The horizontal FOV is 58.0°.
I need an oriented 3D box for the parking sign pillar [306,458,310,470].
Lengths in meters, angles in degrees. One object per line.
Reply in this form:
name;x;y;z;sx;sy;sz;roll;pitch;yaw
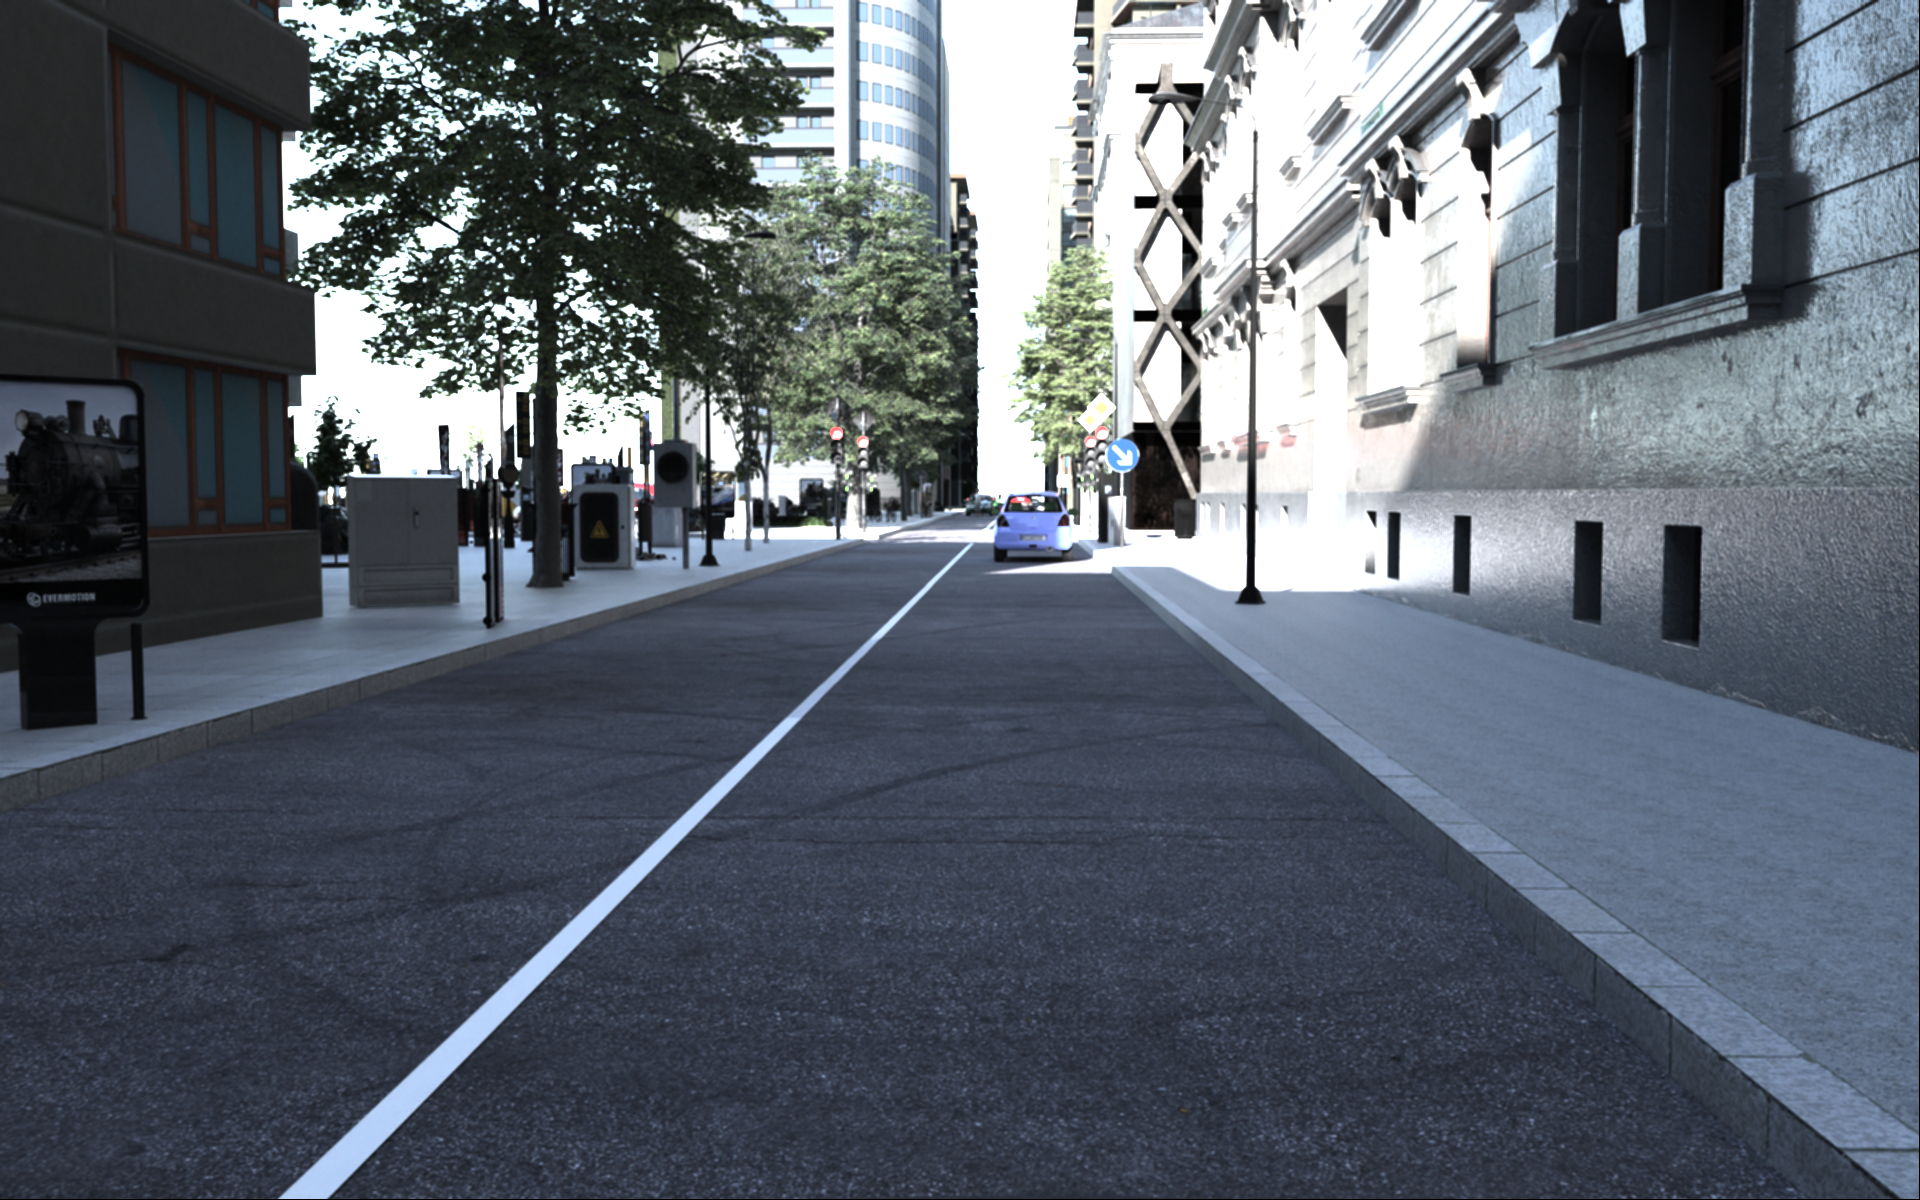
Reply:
parking sign pillar;-43.800;-7.865;117.062;1.447;3.967;1.447;0;4;-8

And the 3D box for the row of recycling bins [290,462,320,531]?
row of recycling bins;-9.913;-0.908;21.957;3.534;1.692;1.069;0;4;-3

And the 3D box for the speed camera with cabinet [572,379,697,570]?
speed camera with cabinet;-5.553;-2.154;29.560;2.038;3.252;0.660;0;4;-1

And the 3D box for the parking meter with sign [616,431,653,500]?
parking meter with sign;-9.408;-3.163;47.971;1.738;3.016;0.543;1;4;11

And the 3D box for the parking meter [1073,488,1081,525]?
parking meter;4.824;-3.829;71.016;0.372;1.533;0.369;0;3;0

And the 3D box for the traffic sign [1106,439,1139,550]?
traffic sign;3.747;-2.440;40.001;0.768;2.556;0.104;1;4;8

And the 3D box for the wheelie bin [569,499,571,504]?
wheelie bin;-9.035;-2.090;42.081;0.980;1.594;0.693;0;4;-1

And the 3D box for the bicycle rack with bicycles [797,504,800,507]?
bicycle rack with bicycles;-9.255;-6.150;113.936;2.852;0.926;2.925;3;5;42

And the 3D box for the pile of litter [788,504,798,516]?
pile of litter;-7.667;-3.854;76.972;1.176;0.858;1.719;1;4;10

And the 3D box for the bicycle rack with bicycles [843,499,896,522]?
bicycle rack with bicycles;-4.241;-4.024;79.180;2.852;0.926;2.925;-1;4;-11

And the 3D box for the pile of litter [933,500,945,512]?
pile of litter;-1.836;-6.903;126.830;1.719;0.858;1.176;-2;4;-24

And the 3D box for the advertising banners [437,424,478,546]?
advertising banners;-12.296;-2.849;42.763;2.074;3.025;0.090;3;5;41

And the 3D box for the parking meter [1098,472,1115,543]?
parking meter;3.860;-2.448;45.742;0.399;1.863;0.255;-2;4;-24

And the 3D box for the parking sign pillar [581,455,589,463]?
parking sign pillar;-25.258;-7.973;118.824;1.447;3.967;1.447;-2;4;-29

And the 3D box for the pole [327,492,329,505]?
pole;-39.182;-6.930;107.148;0.158;3.312;0.155;0;3;0

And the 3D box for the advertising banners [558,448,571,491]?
advertising banners;-14.666;-4.285;66.250;2.074;3.025;0.090;-3;4;-37

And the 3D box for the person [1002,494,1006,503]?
person;6.985;-15.945;272.457;1.065;1.426;0.557;3;5;43

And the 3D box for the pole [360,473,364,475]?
pole;-29.562;-5.616;85.660;0.158;3.312;0.155;0;3;0

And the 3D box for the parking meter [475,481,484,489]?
parking meter;-21.574;-4.416;77.911;0.399;1.863;0.255;1;4;17

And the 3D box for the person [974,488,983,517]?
person;1.178;-6.077;108.092;0.641;1.798;0.478;0;4;-5

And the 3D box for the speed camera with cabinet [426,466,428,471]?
speed camera with cabinet;-37.460;-7.757;121.158;0.660;3.252;2.038;1;4;13

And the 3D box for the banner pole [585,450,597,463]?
banner pole;-20.816;-6.573;97.486;0.863;3.779;0.401;-2;4;-27

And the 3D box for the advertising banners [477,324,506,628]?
advertising banners;-4.654;-1.296;17.372;0.090;3.025;2.074;-1;4;-9

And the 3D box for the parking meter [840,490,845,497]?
parking meter;-6.331;-5.153;92.667;0.372;1.533;0.369;0;3;0

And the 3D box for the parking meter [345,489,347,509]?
parking meter;-47.103;-7.801;133.250;0.255;1.863;0.399;3;5;44

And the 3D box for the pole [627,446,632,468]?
pole;-14.146;-4.916;74.213;0.158;3.312;0.155;0;3;0

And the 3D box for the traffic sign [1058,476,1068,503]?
traffic sign;5.685;-5.710;95.490;0.606;2.300;0.079;0;4;8

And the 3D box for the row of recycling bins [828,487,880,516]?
row of recycling bins;-6.232;-5.806;102.045;3.534;1.692;1.069;-3;4;-37

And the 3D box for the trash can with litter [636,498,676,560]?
trash can with litter;-6.394;-1.394;33.844;1.678;1.210;2.233;1;4;10

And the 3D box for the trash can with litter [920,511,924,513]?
trash can with litter;-3.084;-6.552;118.177;2.233;1.210;1.678;-2;4;-24

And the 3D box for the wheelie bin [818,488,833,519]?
wheelie bin;-6.878;-4.864;87.427;0.693;1.594;0.980;1;4;22

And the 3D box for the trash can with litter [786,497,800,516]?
trash can with litter;-8.541;-4.680;87.907;1.055;1.170;0.624;-1;4;-19

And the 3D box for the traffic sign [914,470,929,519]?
traffic sign;-2.028;-5.548;90.815;0.768;2.556;0.104;0;4;5

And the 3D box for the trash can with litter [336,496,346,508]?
trash can with litter;-28.764;-4.215;79.979;2.233;1.210;1.678;2;4;29

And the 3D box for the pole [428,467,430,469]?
pole;-39.424;-8.246;128.662;0.158;3.312;0.155;0;3;0

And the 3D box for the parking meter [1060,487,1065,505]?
parking meter;6.782;-6.601;113.629;0.399;1.863;0.255;-2;4;-31

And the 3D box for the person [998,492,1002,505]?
person;5.348;-13.606;231.876;0.541;1.710;0.530;-1;4;-16

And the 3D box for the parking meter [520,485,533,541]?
parking meter;-11.829;-2.381;47.345;0.372;1.533;0.369;0;3;0

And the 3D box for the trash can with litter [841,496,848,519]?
trash can with litter;-5.836;-4.769;89.366;0.624;1.170;1.055;-2;4;-35

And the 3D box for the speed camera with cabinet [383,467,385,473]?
speed camera with cabinet;-40.798;-7.777;121.496;0.660;3.252;2.038;2;4;30

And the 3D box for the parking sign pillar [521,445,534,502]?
parking sign pillar;-22.727;-6.320;91.796;1.447;3.967;1.447;3;5;44

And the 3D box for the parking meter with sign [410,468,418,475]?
parking meter with sign;-36.362;-7.366;116.696;0.543;3.016;1.738;1;4;11

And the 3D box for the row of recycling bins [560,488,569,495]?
row of recycling bins;-24.392;-6.403;111.796;3.534;1.692;1.069;1;4;19

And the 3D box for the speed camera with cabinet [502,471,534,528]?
speed camera with cabinet;-16.413;-4.318;64.938;2.038;3.252;0.660;0;4;-7

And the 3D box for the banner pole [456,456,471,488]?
banner pole;-32.308;-7.536;113.226;0.863;3.779;0.401;1;4;17
